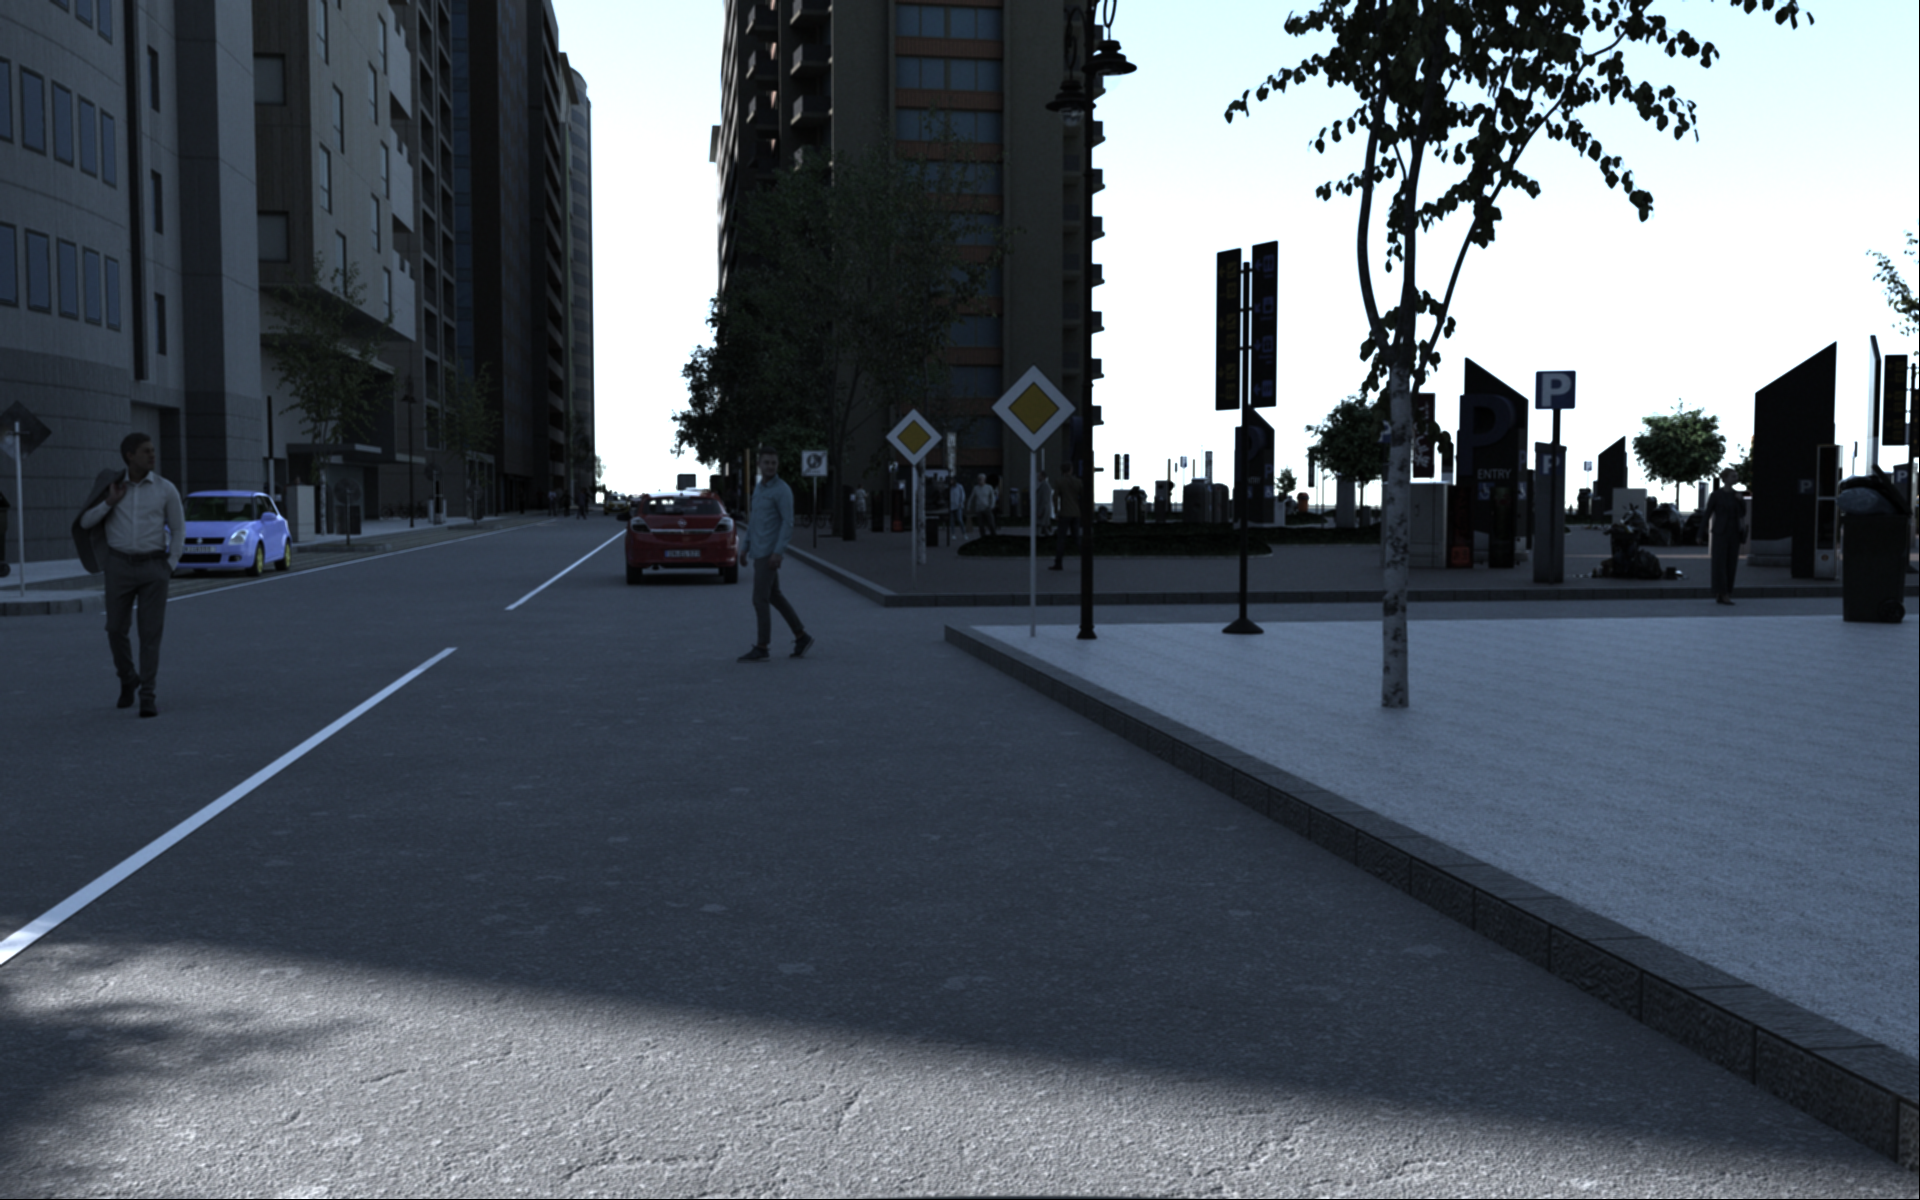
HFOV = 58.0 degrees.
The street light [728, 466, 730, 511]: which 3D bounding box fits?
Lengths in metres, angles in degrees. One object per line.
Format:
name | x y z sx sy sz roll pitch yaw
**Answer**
street light | -16.973 -9.437 127.080 0.468 5.910 1.993 -1 4 -9

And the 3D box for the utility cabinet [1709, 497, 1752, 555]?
utility cabinet | 16.342 -1.547 36.449 1.020 1.237 0.306 1 4 18

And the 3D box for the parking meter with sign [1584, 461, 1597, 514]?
parking meter with sign | 33.197 -5.724 89.841 0.543 3.016 1.738 -2 4 -27

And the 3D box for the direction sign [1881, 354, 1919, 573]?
direction sign | 15.415 -2.208 28.091 0.876 3.537 0.379 1 4 11

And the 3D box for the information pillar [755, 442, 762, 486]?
information pillar | -8.801 -5.162 75.754 0.183 3.616 0.504 1 4 21

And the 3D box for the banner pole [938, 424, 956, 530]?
banner pole | -0.415 -4.386 61.728 0.401 3.779 0.863 3 5 42

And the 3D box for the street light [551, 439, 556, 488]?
street light | -33.503 -10.397 142.778 0.468 5.910 1.993 -1 4 -9

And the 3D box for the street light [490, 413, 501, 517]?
street light | -26.126 -7.624 97.438 0.468 5.910 1.993 -1 4 -9

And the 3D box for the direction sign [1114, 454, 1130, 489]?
direction sign | 9.040 -6.409 96.777 0.876 3.537 0.379 0 4 -6

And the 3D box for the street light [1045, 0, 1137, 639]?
street light | 1.126 -2.594 15.203 0.468 5.910 1.993 -1 4 -9

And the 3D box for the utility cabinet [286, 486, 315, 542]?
utility cabinet | -17.514 -2.282 45.989 0.318 1.500 1.173 0 4 0

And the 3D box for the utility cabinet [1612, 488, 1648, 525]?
utility cabinet | 24.780 -3.387 64.055 1.173 1.500 0.318 3 4 36

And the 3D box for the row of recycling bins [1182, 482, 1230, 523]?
row of recycling bins | 8.769 -3.354 61.953 1.069 1.692 3.534 2 4 26

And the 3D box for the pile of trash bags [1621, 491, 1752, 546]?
pile of trash bags | 18.398 -2.069 43.583 3.447 1.369 1.912 -1 4 -13

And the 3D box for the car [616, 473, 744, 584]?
car | -4.688 -1.227 29.100 2.155 1.783 4.494 -1 4 -10

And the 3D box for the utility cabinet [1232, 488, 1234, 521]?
utility cabinet | 10.715 -3.442 64.957 1.173 1.500 0.318 -3 5 -40

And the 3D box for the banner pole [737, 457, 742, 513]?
banner pole | -11.988 -6.362 94.036 0.401 3.779 0.863 1 4 17

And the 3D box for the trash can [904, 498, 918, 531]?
trash can | -1.776 -2.960 60.051 0.748 1.137 0.748 0 3 0

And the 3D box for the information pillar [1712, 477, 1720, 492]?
information pillar | 32.611 -4.295 74.711 0.304 2.012 0.304 1 4 22

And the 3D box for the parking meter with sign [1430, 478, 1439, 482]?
parking meter with sign | 28.357 -6.457 101.836 1.738 3.016 0.543 -1 4 -23

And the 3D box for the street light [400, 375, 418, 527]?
street light | -21.087 -5.729 66.462 0.468 5.910 1.993 -1 4 -9

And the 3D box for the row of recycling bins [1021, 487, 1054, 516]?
row of recycling bins | 4.437 -5.553 97.901 1.069 1.692 3.534 -1 4 -19

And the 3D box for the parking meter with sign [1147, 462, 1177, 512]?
parking meter with sign | 10.990 -6.025 94.776 1.738 3.016 0.543 0 4 -1

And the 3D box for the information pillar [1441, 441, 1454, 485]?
information pillar | 18.813 -4.622 66.929 0.504 3.616 0.183 0 4 1

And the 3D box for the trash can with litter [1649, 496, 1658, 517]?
trash can with litter | 31.136 -4.061 77.451 1.678 1.210 2.233 -2 4 -24

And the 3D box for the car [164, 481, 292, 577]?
car | -13.083 -1.297 30.791 1.945 1.707 3.694 -1 4 -10

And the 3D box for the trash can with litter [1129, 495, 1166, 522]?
trash can with litter | 9.943 -4.830 90.026 1.678 1.210 2.233 3 4 37

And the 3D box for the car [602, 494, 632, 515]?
car | -23.573 -6.653 118.997 2.015 1.641 3.980 -1 4 -10

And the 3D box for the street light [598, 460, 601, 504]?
street light | -46.869 -15.440 225.230 0.468 5.910 1.993 -1 4 -9

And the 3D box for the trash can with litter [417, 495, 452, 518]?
trash can with litter | -28.704 -5.071 93.965 1.678 1.210 2.233 -3 4 -37

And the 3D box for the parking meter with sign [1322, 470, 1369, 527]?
parking meter with sign | 13.886 -4.035 62.229 1.738 3.016 0.543 1 4 18

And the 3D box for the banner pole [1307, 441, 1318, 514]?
banner pole | 16.727 -5.619 81.881 0.401 3.779 0.863 -2 4 -33

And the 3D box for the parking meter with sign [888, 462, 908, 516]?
parking meter with sign | -3.268 -5.924 93.125 0.543 3.016 1.738 -2 4 -25

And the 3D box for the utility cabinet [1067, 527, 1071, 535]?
utility cabinet | 3.036 -2.224 47.531 0.306 1.237 1.020 -1 4 -14

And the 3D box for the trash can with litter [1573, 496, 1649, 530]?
trash can with litter | 23.231 -3.143 62.449 1.678 1.210 2.233 -2 4 -31

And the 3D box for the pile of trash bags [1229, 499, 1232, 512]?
pile of trash bags | 15.239 -5.529 100.143 1.912 1.369 3.447 0 4 8

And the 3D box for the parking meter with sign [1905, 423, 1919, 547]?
parking meter with sign | 22.771 -2.784 41.779 0.543 3.016 1.738 3 5 40

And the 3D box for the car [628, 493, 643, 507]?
car | -30.471 -9.408 162.868 2.155 1.783 4.494 -1 4 -9

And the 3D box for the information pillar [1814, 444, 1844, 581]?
information pillar | 12.948 -1.304 25.817 0.304 2.012 0.304 3 4 39

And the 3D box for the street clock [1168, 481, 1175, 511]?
street clock | 11.675 -5.614 96.353 0.471 2.002 0.358 3 4 37

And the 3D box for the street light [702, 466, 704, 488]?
street light | -37.728 -17.245 254.746 0.468 5.910 1.993 -1 4 -9

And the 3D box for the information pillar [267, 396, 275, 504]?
information pillar | -16.503 -3.068 41.509 0.183 3.616 0.504 -1 4 -19

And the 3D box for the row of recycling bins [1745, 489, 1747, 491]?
row of recycling bins | 39.539 -4.706 84.063 3.534 1.692 1.069 -2 4 -26

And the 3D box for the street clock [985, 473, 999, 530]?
street clock | 1.132 -3.447 60.928 0.471 2.002 0.358 -1 4 -17

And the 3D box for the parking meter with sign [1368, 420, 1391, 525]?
parking meter with sign | 9.980 -2.663 39.796 0.543 3.016 1.738 0 4 -3

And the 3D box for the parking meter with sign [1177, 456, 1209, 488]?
parking meter with sign | 10.828 -5.015 78.264 1.738 3.016 0.543 3 4 36

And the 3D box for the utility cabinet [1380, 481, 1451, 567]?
utility cabinet | 8.027 -1.338 30.560 1.173 1.500 0.318 3 5 40

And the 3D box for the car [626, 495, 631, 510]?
car | -29.543 -8.450 150.734 1.945 1.354 3.894 -1 4 -9

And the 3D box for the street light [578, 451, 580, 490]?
street light | -39.490 -12.651 179.633 0.468 5.910 1.993 -1 4 -9

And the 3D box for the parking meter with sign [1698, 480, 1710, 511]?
parking meter with sign | 44.365 -6.543 103.239 0.543 3.016 1.738 3 5 44

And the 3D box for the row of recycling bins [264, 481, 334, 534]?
row of recycling bins | -21.984 -3.001 56.185 3.534 1.692 1.069 1 4 9

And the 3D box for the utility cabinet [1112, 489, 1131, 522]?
utility cabinet | 6.987 -3.907 72.550 1.173 1.500 0.318 1 4 23

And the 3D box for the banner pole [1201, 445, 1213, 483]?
banner pole | 12.423 -5.966 87.568 0.863 3.779 0.401 -1 4 -19

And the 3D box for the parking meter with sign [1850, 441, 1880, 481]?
parking meter with sign | 30.125 -3.696 56.696 1.738 3.016 0.543 1 4 13

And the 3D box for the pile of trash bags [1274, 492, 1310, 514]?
pile of trash bags | 15.018 -4.331 80.561 1.912 1.369 3.447 -2 4 -30

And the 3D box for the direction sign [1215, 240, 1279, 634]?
direction sign | 2.619 -1.463 15.924 0.379 3.537 0.876 -2 4 -28

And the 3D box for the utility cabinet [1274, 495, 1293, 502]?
utility cabinet | 17.545 -5.072 94.089 1.020 1.237 0.306 2 4 28

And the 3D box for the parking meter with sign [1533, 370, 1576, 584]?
parking meter with sign | 8.642 -1.776 25.298 0.543 3.016 1.738 1 4 17
